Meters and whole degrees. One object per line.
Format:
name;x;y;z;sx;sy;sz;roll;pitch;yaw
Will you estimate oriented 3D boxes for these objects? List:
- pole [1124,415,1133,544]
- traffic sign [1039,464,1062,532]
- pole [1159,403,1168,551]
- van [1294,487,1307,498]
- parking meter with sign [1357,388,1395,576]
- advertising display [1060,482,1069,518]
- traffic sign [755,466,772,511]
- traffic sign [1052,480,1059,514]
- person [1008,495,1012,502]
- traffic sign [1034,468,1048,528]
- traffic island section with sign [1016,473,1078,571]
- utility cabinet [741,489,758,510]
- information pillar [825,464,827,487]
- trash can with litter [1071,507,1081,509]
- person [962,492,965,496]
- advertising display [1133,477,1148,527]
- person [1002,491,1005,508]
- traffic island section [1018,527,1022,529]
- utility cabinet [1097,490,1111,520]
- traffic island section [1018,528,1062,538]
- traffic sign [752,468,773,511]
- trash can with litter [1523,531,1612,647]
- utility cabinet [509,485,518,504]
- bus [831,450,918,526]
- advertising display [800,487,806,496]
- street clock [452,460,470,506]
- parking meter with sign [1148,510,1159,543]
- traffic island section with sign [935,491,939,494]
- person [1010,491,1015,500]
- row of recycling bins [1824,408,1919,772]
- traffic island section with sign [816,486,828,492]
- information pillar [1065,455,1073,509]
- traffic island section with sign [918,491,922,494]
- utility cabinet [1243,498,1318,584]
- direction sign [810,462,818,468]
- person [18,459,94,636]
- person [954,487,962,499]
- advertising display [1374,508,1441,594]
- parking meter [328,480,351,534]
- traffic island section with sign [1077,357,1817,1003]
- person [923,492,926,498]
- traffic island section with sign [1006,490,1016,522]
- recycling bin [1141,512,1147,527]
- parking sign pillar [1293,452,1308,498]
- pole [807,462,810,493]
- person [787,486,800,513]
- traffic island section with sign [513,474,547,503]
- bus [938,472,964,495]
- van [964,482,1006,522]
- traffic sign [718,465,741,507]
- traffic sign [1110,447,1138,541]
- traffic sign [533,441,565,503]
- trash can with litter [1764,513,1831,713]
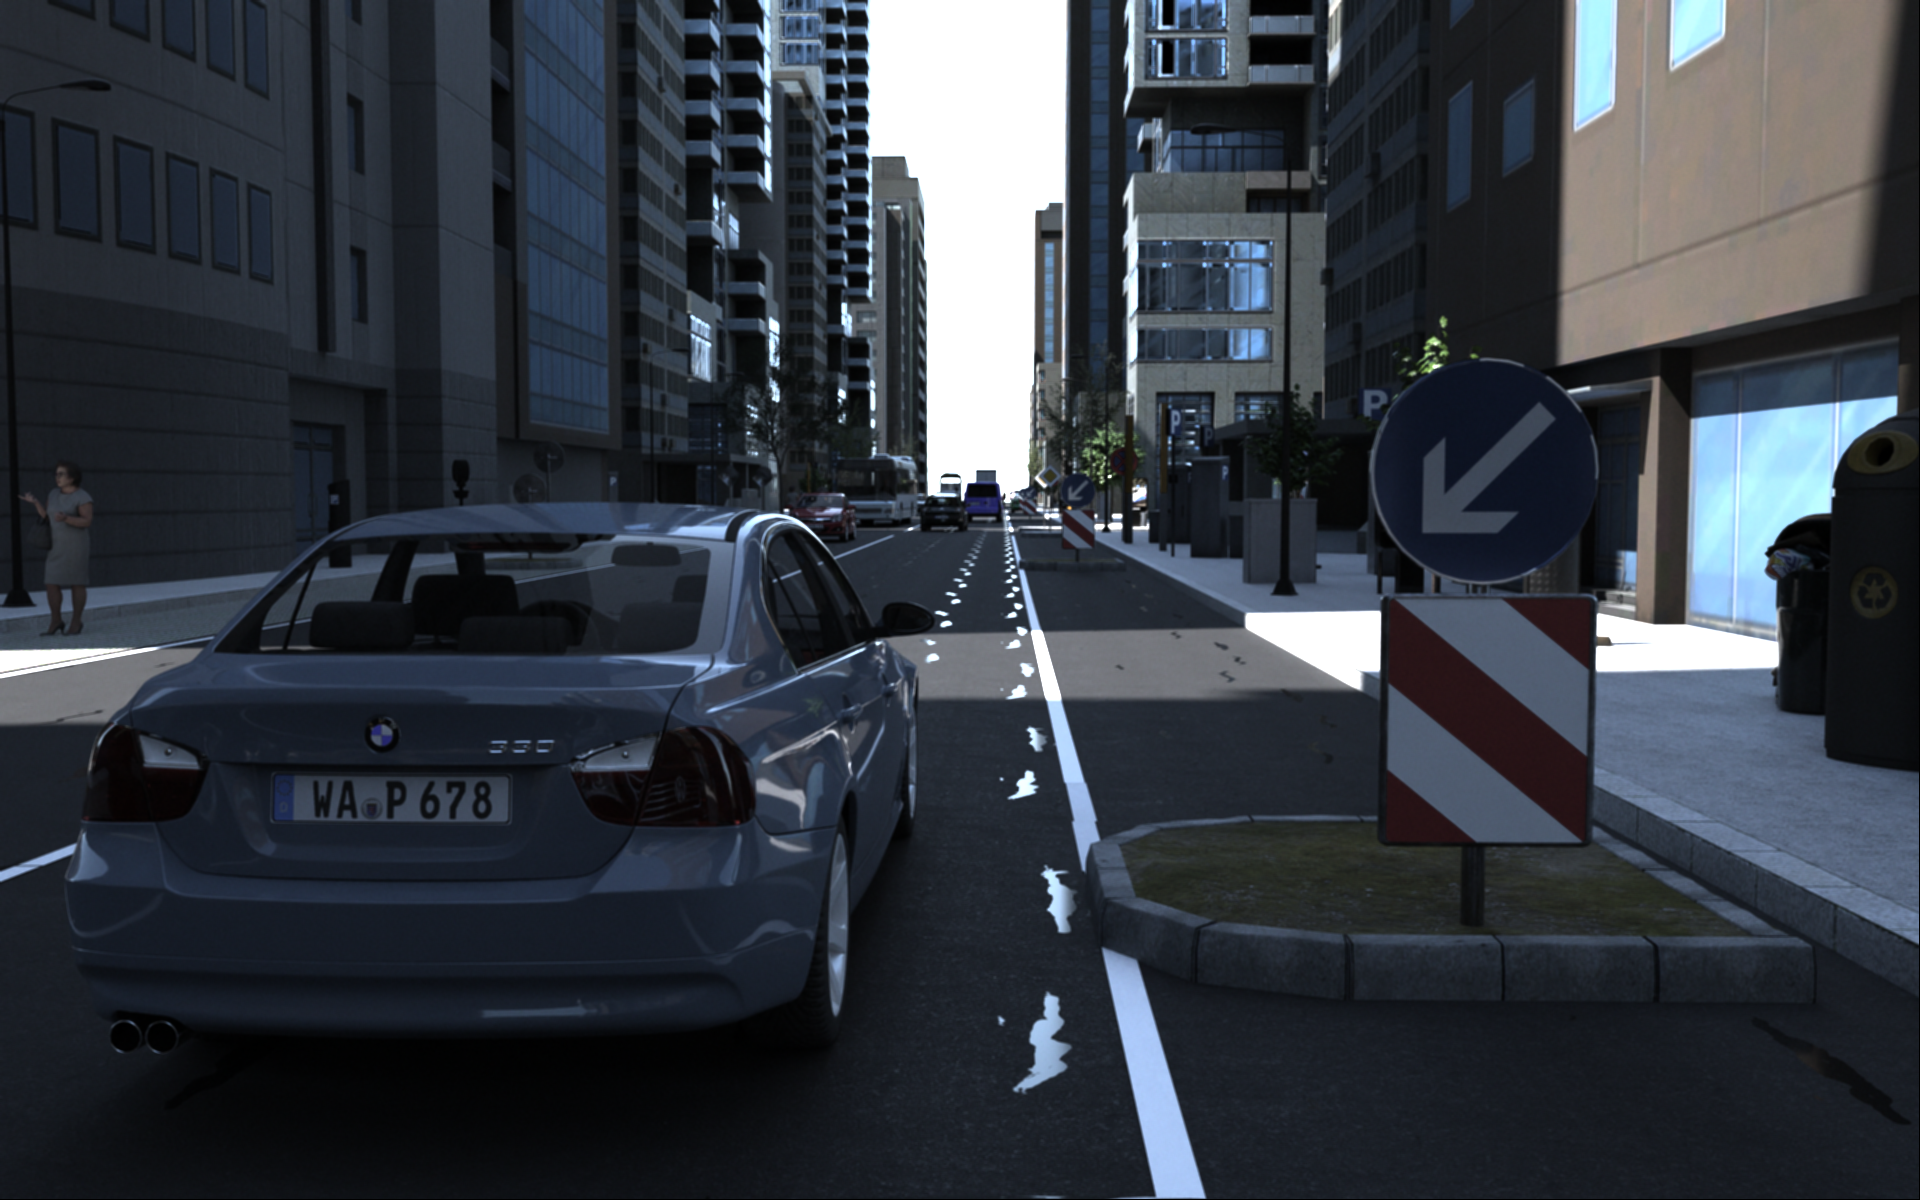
pole;4.374;-3.121;44.870;0.158;3.312;0.155;0;3;0
traffic sign;3.027;-3.337;58.195;0.795;2.450;0.064;0;4;1
pole;4.584;-2.764;39.036;0.158;3.312;0.155;0;3;0
van;14.147;-3.410;62.768;4.112;2.044;2.013;0;4;1
parking meter with sign;6.776;-1.922;27.684;0.543;3.016;1.738;0;4;2
advertising display;5.654;-5.410;93.672;0.123;1.923;0.974;-1;4;-23
traffic sign;-8.964;-4.832;79.112;0.768;2.556;0.104;0;4;3
traffic sign;6.078;-6.930;113.404;0.768;2.556;0.104;0;4;3
person;8.108;-15.938;269.109;1.348;1.821;0.705;-1;4;-15
traffic sign;3.221;-3.825;66.177;0.795;2.450;0.064;0;4;1
traffic island section with sign;2.128;-1.509;33.296;1.989;1.847;2.006;0;4;1
utility cabinet;-9.059;-4.045;74.807;0.318;1.500;1.173;1;4;16
information pillar;-10.361;-8.731;134.098;0.183;3.616;0.504;-1;4;-8
trash can with litter;5.806;-4.783;89.593;0.624;1.170;1.055;-3;4;-36
person;0.770;-17.257;290.666;1.348;1.822;0.705;1;4;22
advertising display;6.837;-3.787;67.139;0.974;1.923;0.123;2;4;33
person;4.279;-10.001;172.699;0.721;1.739;1.217;2;4;27
traffic island section;3.245;-2.689;66.254;2.009;0.180;2.903;0;4;1
utility cabinet;7.157;-4.733;86.060;0.318;1.500;1.173;-1;4;-17
traffic island section;3.051;-2.201;58.271;2.009;0.180;2.903;0;4;1
traffic sign;-7.569;-3.842;66.460;0.795;2.450;0.064;0;4;1
trash can with litter;4.602;-0.219;14.638;2.233;1.210;1.678;-1;4;-17
utility cabinet;-9.931;-1.891;39.594;0.318;1.500;1.173;1;4;9
bus;-3.742;-5.211;80.064;2.948;3.499;13.247;0;4;3
advertising display;-11.133;-7.339;125.214;0.974;1.923;0.123;2;4;24
street clock;-10.573;-1.967;36.725;0.358;2.002;0.471;-2;4;-34
parking meter with sign;5.705;-2.979;44.967;1.738;3.016;0.543;3;5;40
traffic island section with sign;-2.496;-16.350;275.944;1.989;1.847;2.006;0;4;1
person;4.550;-8.270;144.648;0.436;1.711;0.756;-3;5;-44
row of recycling bins;4.581;0.009;6.966;1.069;1.692;3.534;0;4;5
traffic island section with sign;-7.058;-4.912;88.945;1.989;1.847;2.006;0;4;1
information pillar;6.385;-6.732;101.429;0.504;3.616;0.183;1;4;20
traffic island section with sign;-4.506;-11.279;193.032;1.989;1.847;2.006;0;4;1
utility cabinet;4.609;-0.845;24.976;1.020;1.237;0.306;-1;4;-10
direction sign;-10.418;-8.013;123.004;0.876;3.537;0.379;3;4;39
person;-9.115;-0.524;17.426;0.716;1.782;0.532;1;4;14
person;-0.128;-5.318;95.626;0.511;1.800;0.466;0;4;6
advertising display;5.805;-1.046;22.324;0.974;1.923;0.123;-1;4;-16
parking meter;-10.850;-1.338;30.289;0.372;1.533;0.369;0;3;0
traffic island section with sign;1.444;0.171;5.840;1.989;1.847;2.006;0;4;1
person;-4.313;-11.830;202.713;0.721;1.735;1.217;-3;4;-36
traffic island section with sign;3.470;-4.888;88.554;1.989;1.847;2.006;0;4;1
recycling bin;6.950;-3.423;68.520;0.722;1.027;0.722;2;4;29
parking sign pillar;13.161;-4.727;65.764;1.447;3.967;1.447;-1;4;-19
pole;-9.760;-7.214;111.792;0.158;3.312;0.155;0;3;0
person;-6.977;-3.951;73.460;0.716;1.782;0.532;0;4;5
traffic island section with sign;-8.404;-1.519;33.460;1.989;1.847;2.006;0;4;1
bus;-1.053;-12.572;197.096;2.896;3.916;12.252;0;4;0
van;1.239;-5.213;89.624;2.240;2.365;5.245;0;4;3
traffic sign;-7.764;-3.354;58.477;0.795;2.450;0.064;0;4;1
traffic sign;4.445;-2.871;47.053;0.768;2.556;0.104;0;4;4
traffic sign;-9.875;-2.538;41.609;0.768;2.556;0.104;0;4;5
trash can with litter;5.091;0.059;10.428;0.624;1.170;1.055;1;4;15
